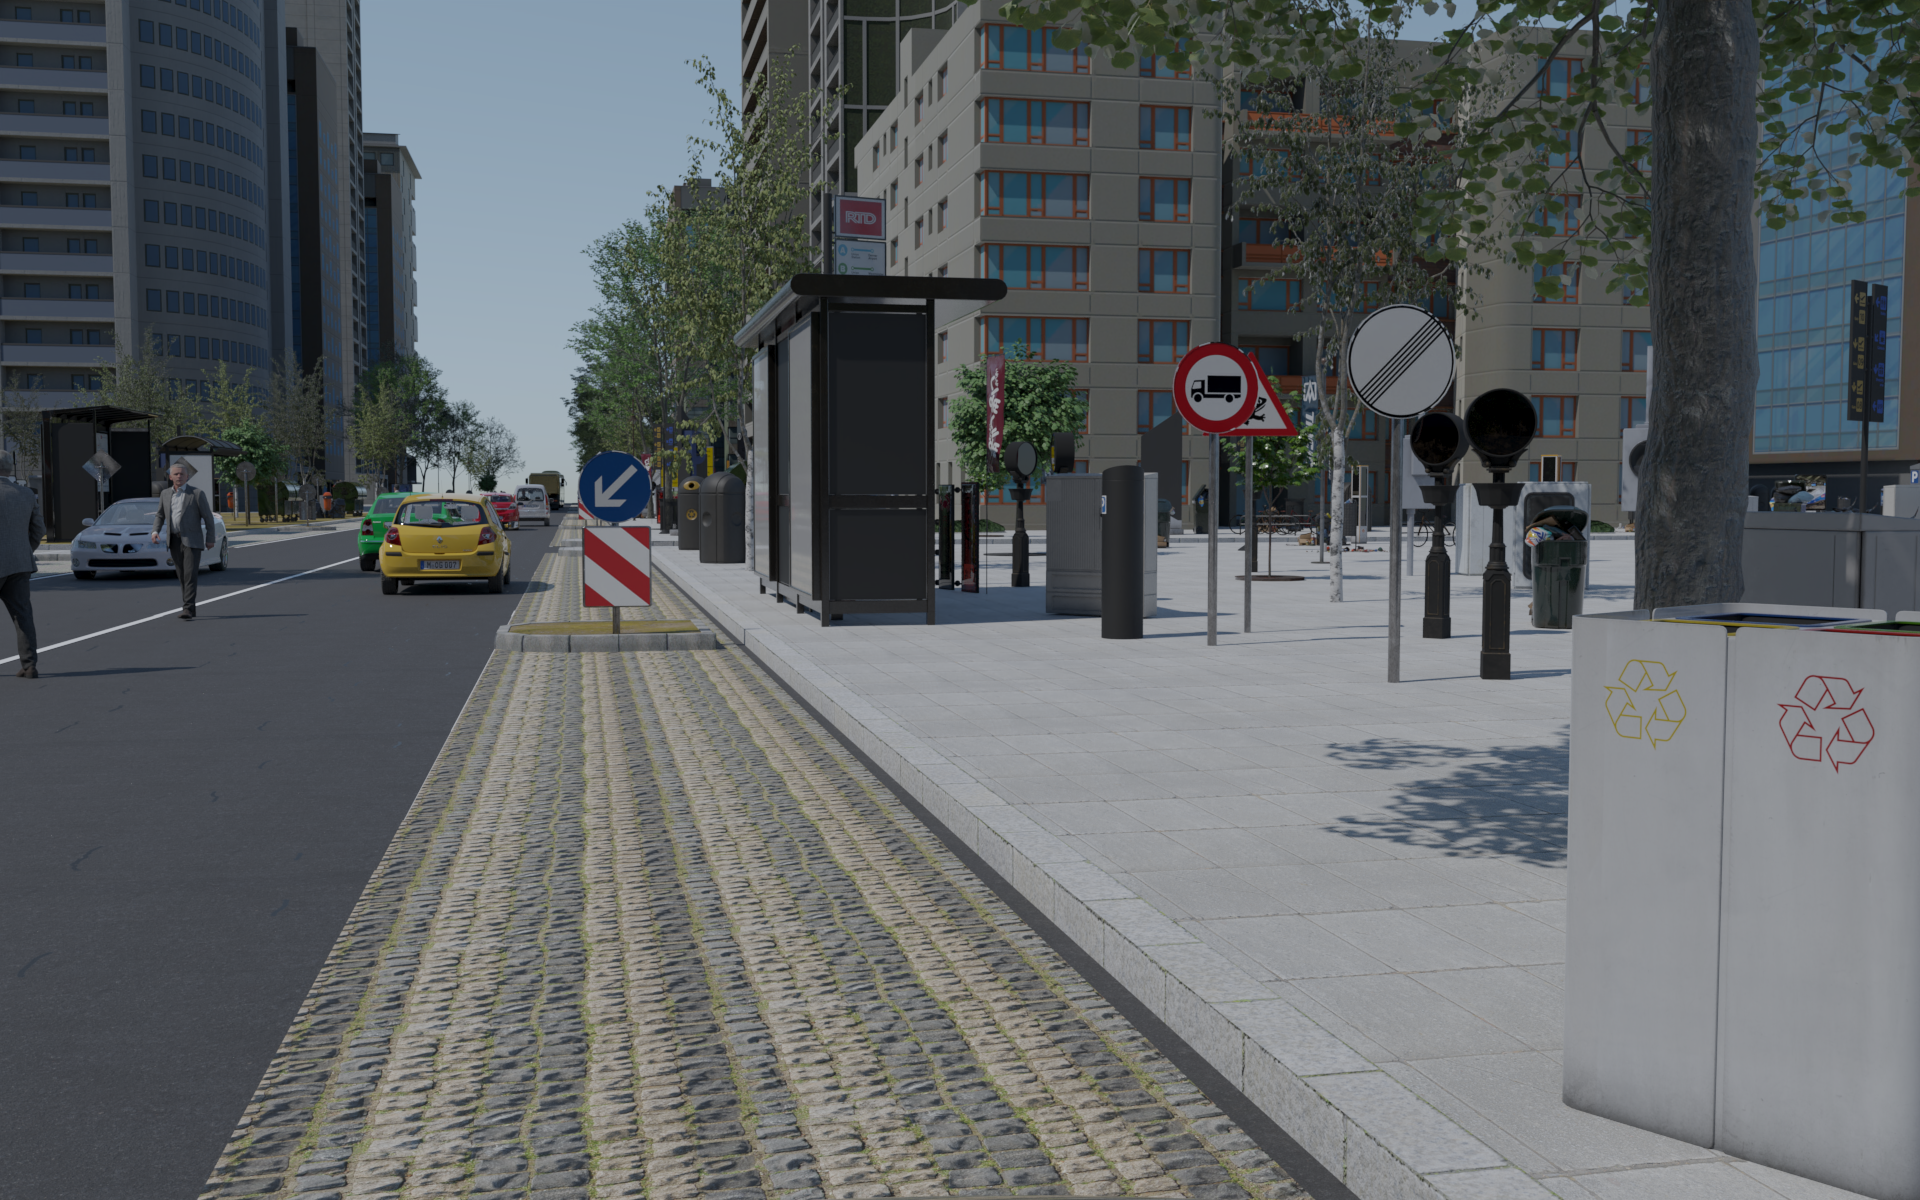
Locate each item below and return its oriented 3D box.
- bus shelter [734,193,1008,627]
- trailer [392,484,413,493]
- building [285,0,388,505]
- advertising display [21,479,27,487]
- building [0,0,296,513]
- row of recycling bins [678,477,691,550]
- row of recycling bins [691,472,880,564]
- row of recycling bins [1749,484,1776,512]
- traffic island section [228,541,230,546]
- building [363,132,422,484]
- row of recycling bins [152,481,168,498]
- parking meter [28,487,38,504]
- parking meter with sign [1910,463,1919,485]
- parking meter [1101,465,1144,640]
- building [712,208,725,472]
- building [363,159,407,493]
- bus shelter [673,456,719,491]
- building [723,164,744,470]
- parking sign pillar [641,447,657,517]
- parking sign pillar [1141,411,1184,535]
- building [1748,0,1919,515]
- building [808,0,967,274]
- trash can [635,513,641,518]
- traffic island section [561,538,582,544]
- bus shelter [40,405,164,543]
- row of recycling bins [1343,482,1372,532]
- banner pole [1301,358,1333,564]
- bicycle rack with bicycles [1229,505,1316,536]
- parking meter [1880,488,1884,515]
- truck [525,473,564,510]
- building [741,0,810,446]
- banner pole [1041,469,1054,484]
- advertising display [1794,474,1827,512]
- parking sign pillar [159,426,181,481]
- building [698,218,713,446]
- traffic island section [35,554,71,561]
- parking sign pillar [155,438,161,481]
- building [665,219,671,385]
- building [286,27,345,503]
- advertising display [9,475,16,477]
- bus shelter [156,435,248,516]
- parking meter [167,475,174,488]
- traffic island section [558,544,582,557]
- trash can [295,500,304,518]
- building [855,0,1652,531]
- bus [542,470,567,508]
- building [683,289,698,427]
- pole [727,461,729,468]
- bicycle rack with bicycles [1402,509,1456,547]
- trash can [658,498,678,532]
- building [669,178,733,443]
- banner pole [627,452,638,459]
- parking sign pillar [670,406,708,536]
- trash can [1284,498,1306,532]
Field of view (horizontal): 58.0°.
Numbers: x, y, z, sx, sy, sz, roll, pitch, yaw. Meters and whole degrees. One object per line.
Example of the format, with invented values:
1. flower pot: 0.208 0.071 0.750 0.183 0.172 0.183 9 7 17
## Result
1. bus shelter: -1.488 -2.645 20.871 2.179 5.291 8.768 -1 4 -13
2. trailer: -32.612 -5.758 101.191 1.471 1.999 3.904 -1 4 -13
3. building: -83.029 -47.541 215.539 20.563 71.187 20.611 -1 4 -12
4. advertising display: -41.243 -4.304 75.588 0.974 1.923 0.123 -3 5 -40
5. building: -62.729 -35.795 127.243 21.231 58.520 28.212 -1 4 -12
6. row of recycling bins: -4.948 -1.957 39.111 3.534 1.692 1.069 2 4 33
7. row of recycling bins: -3.170 -1.568 32.744 3.534 1.692 1.069 -2 4 -26
8. row of recycling bins: 46.149 -5.567 98.127 1.069 1.692 3.534 -1 4 -13
9. traffic island section: -20.722 -1.462 46.185 2.009 0.180 2.903 -1 4 -12
10. building: -94.333 -40.636 253.642 28.713 52.752 27.495 -1 4 -12
11. row of recycling bins: -26.001 -3.000 56.160 1.069 1.692 3.534 -2 4 -30
12. parking meter: -34.403 -3.416 64.265 0.372 1.533 0.369 0 3 0
13. parking meter with sign: 24.153 -2.876 43.284 1.738 3.016 0.543 0 4 -2
14. parking meter: 1.447 -0.428 15.403 0.372 1.533 0.369 0 3 0
15. building: -16.164 -24.290 168.834 14.160 30.474 14.107 -1 4 -12
16. building: -83.078 -35.736 234.398 14.600 45.320 14.200 -1 4 -12
17. bus shelter: -12.374 -5.273 80.144 2.014 3.302 5.546 -1 4 -12
18. building: -13.143 -23.448 155.080 14.160 30.474 14.107 -1 4 -12
19. parking sign pillar: -17.844 -6.724 98.415 1.447 3.967 1.447 -1 4 -9
20. parking sign pillar: 6.355 -4.049 54.672 1.447 3.967 1.447 0 4 6
21. building: 45.038 -26.144 77.569 14.200 45.320 14.600 -1 4 -12
22. building: -0.617 -41.288 113.315 20.563 71.187 20.611 -1 4 -12
23. trash can: -17.191 -4.894 91.664 0.748 1.137 0.748 0 3 0
24. traffic island section: -10.135 -1.604 48.512 2.009 0.180 2.903 -1 4 -12
25. bus shelter: -23.878 -3.497 48.464 1.731 3.624 6.357 -1 4 -12
26. row of recycling bins: 13.594 -3.247 60.197 1.069 1.692 3.534 0 4 4
27. banner pole: 6.580 -2.575 32.115 0.401 3.779 0.863 -2 4 -28
28. bicycle rack with bicycles: 9.852 -2.520 54.582 2.925 0.926 2.852 2 4 29
29. parking meter: 37.186 -3.742 69.587 0.372 1.533 0.369 0 3 0
30. truck: -37.463 -9.800 156.149 3.469 3.379 9.791 -1 4 -13
31. building: -5.653 -31.448 137.869 21.300 48.544 21.600 -1 4 -12
32. banner pole: 2.785 -3.817 52.417 0.863 3.779 0.401 -2 4 -32
33. advertising display: 27.724 -3.137 56.506 0.974 1.923 0.123 1 4 10
34. parking sign pillar: -30.841 -4.912 68.780 1.447 3.967 1.447 -2 4 -25
35. building: -19.694 -25.137 182.693 14.160 30.474 14.107 -1 4 -12
36. traffic island section: -18.999 -0.985 38.387 2.009 0.180 2.903 -1 4 -12
37. parking sign pillar: -38.230 -5.820 83.632 1.447 3.967 1.447 1 4 8
38. building: -34.229 -37.509 267.897 22.147 44.769 28.867 -1 4 -12
39. building: -68.925 -31.784 169.779 14.600 45.320 14.200 -1 4 -12
40. advertising display: -32.500 -3.284 58.903 0.123 1.923 0.974 1 4 18
41. bus shelter: -27.088 -4.173 62.146 2.014 3.302 5.546 -1 4 -12
42. parking meter: -24.486 -2.956 54.041 0.399 1.863 0.255 -2 4 -29
43. traffic island section: -8.411 -1.127 40.714 2.009 0.180 2.903 -1 4 -12
44. trash can: -35.859 -5.052 94.253 0.748 1.137 0.748 0 3 0
45. building: 11.835 -14.154 76.458 28.899 21.520 27.650 -1 4 -12
46. bus: -42.696 -11.556 180.494 2.896 3.916 12.252 -1 4 -10
47. building: -30.055 -28.160 232.120 14.160 30.474 14.107 -1 4 -12
48. pole: -14.190 -6.864 106.077 0.158 3.312 0.155 0 3 0
49. bicycle rack with bicycles: 11.956 -1.719 41.490 2.925 0.926 2.852 -3 4 -36
50. trash can: -9.724 -2.828 57.886 0.748 1.137 0.748 0 3 0
51. building: -33.746 -36.429 245.717 14.600 45.320 14.200 -1 4 -12
52. banner pole: -19.781 -6.994 104.375 0.863 3.779 0.401 -1 4 -14
53. parking sign pillar: -8.254 -3.977 53.503 1.447 3.967 1.447 1 4 16
54. trash can: 11.454 -2.912 59.263 0.748 1.137 0.748 0 3 0
